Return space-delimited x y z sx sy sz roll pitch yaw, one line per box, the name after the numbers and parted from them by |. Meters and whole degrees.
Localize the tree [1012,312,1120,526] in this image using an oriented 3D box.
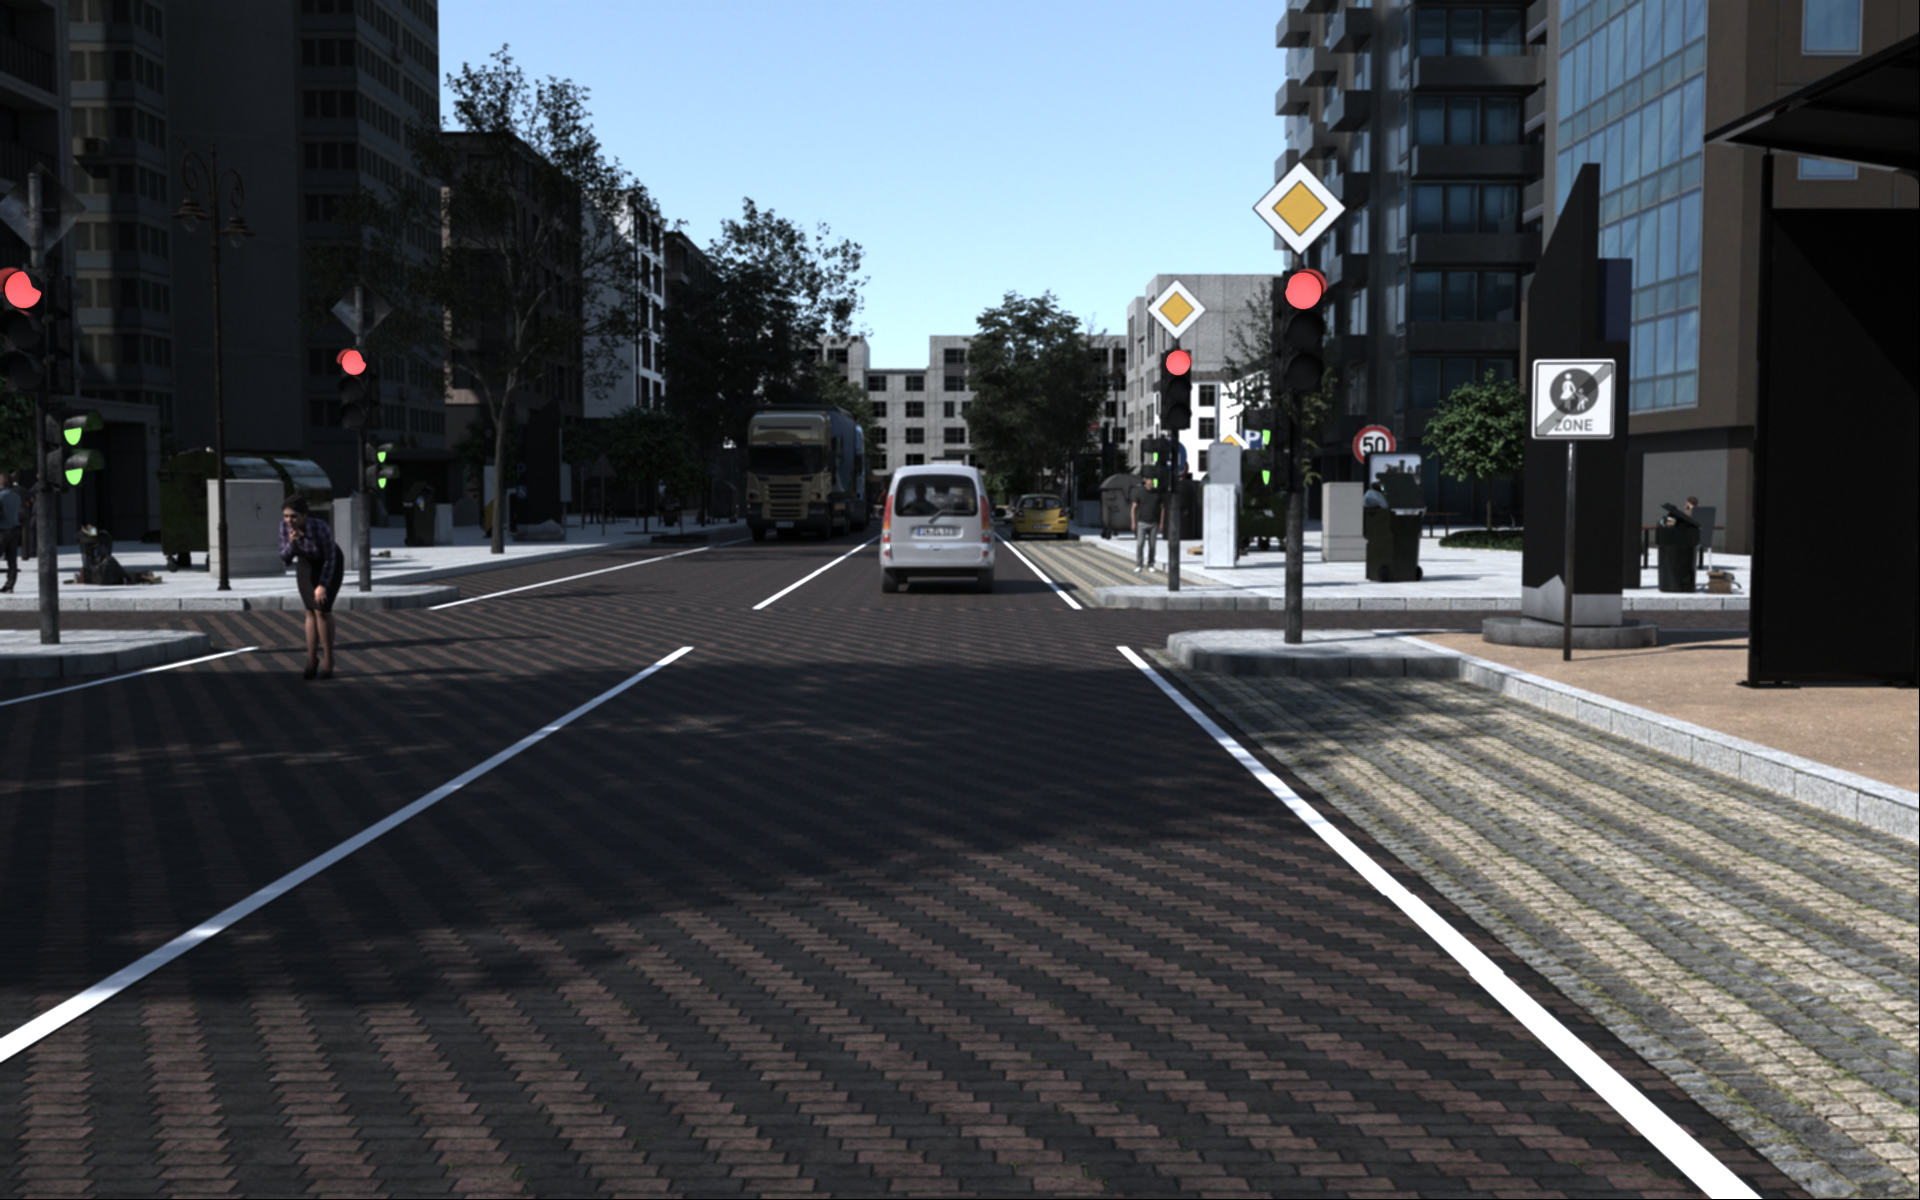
4.489 -7.313 69.937 4.360 8.622 3.978 0 3 0 | tree

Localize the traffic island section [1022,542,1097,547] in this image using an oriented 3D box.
2.711 -1.534 47.940 1.991 0.108 1.994 0 4 0 | traffic island section

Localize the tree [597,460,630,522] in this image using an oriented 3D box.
-15.864 -5.205 79.696 1.663 3.219 1.824 0 3 0 | tree

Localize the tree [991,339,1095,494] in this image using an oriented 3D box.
5.403 -11.624 115.809 9.928 11.665 9.643 0 3 0 | tree

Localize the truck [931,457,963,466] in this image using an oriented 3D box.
-0.997 -9.022 136.430 2.839 4.237 11.283 0 4 0 | truck

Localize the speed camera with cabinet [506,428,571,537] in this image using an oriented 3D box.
-12.667 -3.528 52.021 2.038 3.252 0.660 2 4 26 | speed camera with cabinet

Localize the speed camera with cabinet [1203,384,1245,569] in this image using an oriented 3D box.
4.656 -2.211 30.486 0.660 3.252 2.038 1 4 13 | speed camera with cabinet

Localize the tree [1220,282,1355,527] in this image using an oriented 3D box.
11.036 -6.665 59.340 4.737 8.622 4.395 0 3 0 | tree

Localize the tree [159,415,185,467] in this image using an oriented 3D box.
-28.458 -4.632 59.443 4.285 4.588 4.351 0 3 0 | tree

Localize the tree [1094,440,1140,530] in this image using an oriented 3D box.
5.723 -4.110 61.799 1.663 3.219 1.824 0 3 0 | tree

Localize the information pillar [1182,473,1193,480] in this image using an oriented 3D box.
7.799 -3.362 59.455 0.304 2.012 0.304 -1 4 -9 | information pillar

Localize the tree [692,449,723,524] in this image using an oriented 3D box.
-10.953 -4.870 74.224 1.663 3.219 1.824 0 3 0 | tree

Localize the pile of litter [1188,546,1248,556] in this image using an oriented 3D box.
5.442 -1.381 36.543 1.176 0.858 1.719 0 4 -7 | pile of litter

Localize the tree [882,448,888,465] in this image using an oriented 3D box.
-10.923 -15.604 173.255 7.486 12.596 7.792 0 3 0 | tree

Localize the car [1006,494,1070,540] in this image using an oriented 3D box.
2.485 -2.710 54.528 2.015 1.641 3.980 0 3 0 | car

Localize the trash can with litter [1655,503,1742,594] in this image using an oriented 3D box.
9.609 -0.682 22.542 1.055 1.170 0.624 2 4 28 | trash can with litter

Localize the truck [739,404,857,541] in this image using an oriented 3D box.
-5.054 -4.112 56.143 2.839 4.237 11.283 0 4 2 | truck

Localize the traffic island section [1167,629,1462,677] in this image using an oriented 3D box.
2.888 0.452 14.894 2.009 0.180 2.903 0 4 0 | traffic island section

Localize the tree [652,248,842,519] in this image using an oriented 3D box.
-11.258 -11.231 90.281 9.857 13.997 8.962 0 3 0 | tree

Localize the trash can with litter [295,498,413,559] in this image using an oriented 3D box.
-12.161 -1.455 34.842 2.233 1.210 1.678 1 4 13 | trash can with litter

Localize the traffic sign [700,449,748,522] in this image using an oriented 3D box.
-10.685 -5.190 78.728 2.265 3.308 0.079 0 4 6 | traffic sign

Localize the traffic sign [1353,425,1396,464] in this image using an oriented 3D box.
7.636 -1.951 31.998 0.768 2.556 0.104 0 4 8 | traffic sign

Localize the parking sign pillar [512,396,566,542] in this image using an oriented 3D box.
-11.488 -3.589 47.160 1.447 3.967 1.447 2 4 29 | parking sign pillar

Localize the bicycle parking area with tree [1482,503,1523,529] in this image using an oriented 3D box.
24.147 -4.645 62.945 9.016 4.147 8.231 -2 4 -30 | bicycle parking area with tree

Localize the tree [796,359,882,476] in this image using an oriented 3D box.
-11.349 -13.878 145.026 7.486 12.596 7.792 0 3 0 | tree

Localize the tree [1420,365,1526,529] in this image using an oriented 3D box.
13.463 -3.696 44.141 4.285 4.588 4.351 0 3 0 | tree

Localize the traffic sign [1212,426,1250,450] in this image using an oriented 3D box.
5.211 -2.059 33.398 0.795 2.593 0.064 0 4 6 | traffic sign

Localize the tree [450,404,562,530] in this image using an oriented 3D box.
-16.838 -4.863 63.227 4.285 4.588 4.351 0 3 0 | tree

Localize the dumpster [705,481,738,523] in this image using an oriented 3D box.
-10.500 -4.309 76.203 1.264 1.857 1.865 0 4 0 | dumpster

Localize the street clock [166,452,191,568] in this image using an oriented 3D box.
-13.570 -1.570 30.234 0.471 2.002 0.358 0 4 -8 | street clock

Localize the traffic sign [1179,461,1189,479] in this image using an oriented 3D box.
7.365 -3.584 58.708 0.768 2.556 0.104 0 4 5 | traffic sign

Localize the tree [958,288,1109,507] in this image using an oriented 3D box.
4.432 -12.198 106.094 9.857 13.997 8.962 0 3 0 | tree

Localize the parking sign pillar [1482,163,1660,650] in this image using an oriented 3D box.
5.266 -1.614 14.855 1.447 3.967 1.447 0 4 0 | parking sign pillar

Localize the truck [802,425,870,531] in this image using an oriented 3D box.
-5.143 -5.098 73.115 2.967 4.110 18.799 0 4 -2 | truck

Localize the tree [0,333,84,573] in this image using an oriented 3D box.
-16.134 -2.726 28.290 4.285 4.588 4.351 0 3 0 | tree

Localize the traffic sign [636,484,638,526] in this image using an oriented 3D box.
-13.046 -4.270 69.916 0.768 2.556 0.104 0 4 1 | traffic sign

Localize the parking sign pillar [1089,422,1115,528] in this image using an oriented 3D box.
5.612 -4.704 65.381 1.447 3.967 1.447 0 4 -1 | parking sign pillar

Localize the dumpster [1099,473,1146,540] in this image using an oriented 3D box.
4.647 -2.647 49.041 1.264 1.857 1.865 0 4 0 | dumpster

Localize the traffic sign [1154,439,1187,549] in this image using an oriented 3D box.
4.907 -2.466 40.421 0.768 2.556 0.104 0 4 1 | traffic sign

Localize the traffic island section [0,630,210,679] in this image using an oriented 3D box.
-7.813 0.455 14.843 2.009 0.180 2.903 0 4 0 | traffic island section

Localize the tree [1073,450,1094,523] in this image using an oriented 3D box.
5.488 -5.026 76.769 1.663 3.219 1.824 0 3 0 | tree

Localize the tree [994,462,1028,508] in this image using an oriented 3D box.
4.687 -10.723 159.033 4.285 4.588 4.351 0 3 0 | tree

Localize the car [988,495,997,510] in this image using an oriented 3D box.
2.018 -7.928 139.405 2.009 1.686 4.222 0 4 -1 | car

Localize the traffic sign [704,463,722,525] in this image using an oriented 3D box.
-10.175 -4.350 71.233 0.768 2.556 0.104 0 4 4 | traffic sign

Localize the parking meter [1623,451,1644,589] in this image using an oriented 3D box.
9.070 -1.086 23.470 0.255 1.863 0.399 0 4 7 | parking meter

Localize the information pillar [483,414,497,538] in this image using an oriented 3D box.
-13.737 -3.632 50.735 0.183 3.616 0.504 3 5 42 | information pillar

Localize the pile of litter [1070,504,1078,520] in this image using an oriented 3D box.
6.184 -4.424 86.291 1.719 0.858 1.176 -1 4 -19 | pile of litter

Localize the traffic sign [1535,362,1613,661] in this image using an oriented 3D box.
4.671 -0.680 13.255 0.606 2.300 0.079 0 4 5 | traffic sign

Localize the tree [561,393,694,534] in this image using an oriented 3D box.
-10.299 -4.435 56.234 4.285 4.588 4.351 0 3 0 | tree

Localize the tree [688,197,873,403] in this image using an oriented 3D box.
-11.451 -15.518 109.612 12.611 20.169 13.585 0 3 0 | tree

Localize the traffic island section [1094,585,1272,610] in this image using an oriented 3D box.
2.847 -0.037 22.879 2.009 0.180 2.903 0 4 0 | traffic island section

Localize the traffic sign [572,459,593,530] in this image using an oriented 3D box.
-13.624 -3.815 62.486 0.768 2.556 0.104 0 4 7 | traffic sign

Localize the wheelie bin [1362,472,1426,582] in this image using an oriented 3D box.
6.333 -1.070 25.406 0.980 1.594 0.693 -1 4 -23 | wheelie bin

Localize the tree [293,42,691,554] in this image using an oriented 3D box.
-9.948 -6.255 36.688 8.767 10.594 7.601 -1 4 -8 | tree

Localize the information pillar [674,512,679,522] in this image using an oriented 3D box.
-12.881 -5.344 78.730 0.504 3.616 0.183 3 5 44 | information pillar

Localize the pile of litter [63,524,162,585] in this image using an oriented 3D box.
-12.183 -0.666 24.856 1.176 0.858 1.719 -3 5 -42 | pile of litter

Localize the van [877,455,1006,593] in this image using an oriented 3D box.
-0.295 -1.188 26.435 2.013 2.044 4.112 0 4 1 | van

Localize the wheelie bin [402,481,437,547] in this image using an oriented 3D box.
-13.232 -2.113 42.453 0.693 1.594 0.980 -3 5 -40 | wheelie bin

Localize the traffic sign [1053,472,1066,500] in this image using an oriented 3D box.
5.680 -5.975 97.701 0.884 2.594 0.081 1 4 8 | traffic sign

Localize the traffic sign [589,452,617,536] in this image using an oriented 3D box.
-10.943 -3.246 53.075 0.884 2.594 0.081 0 4 2 | traffic sign
